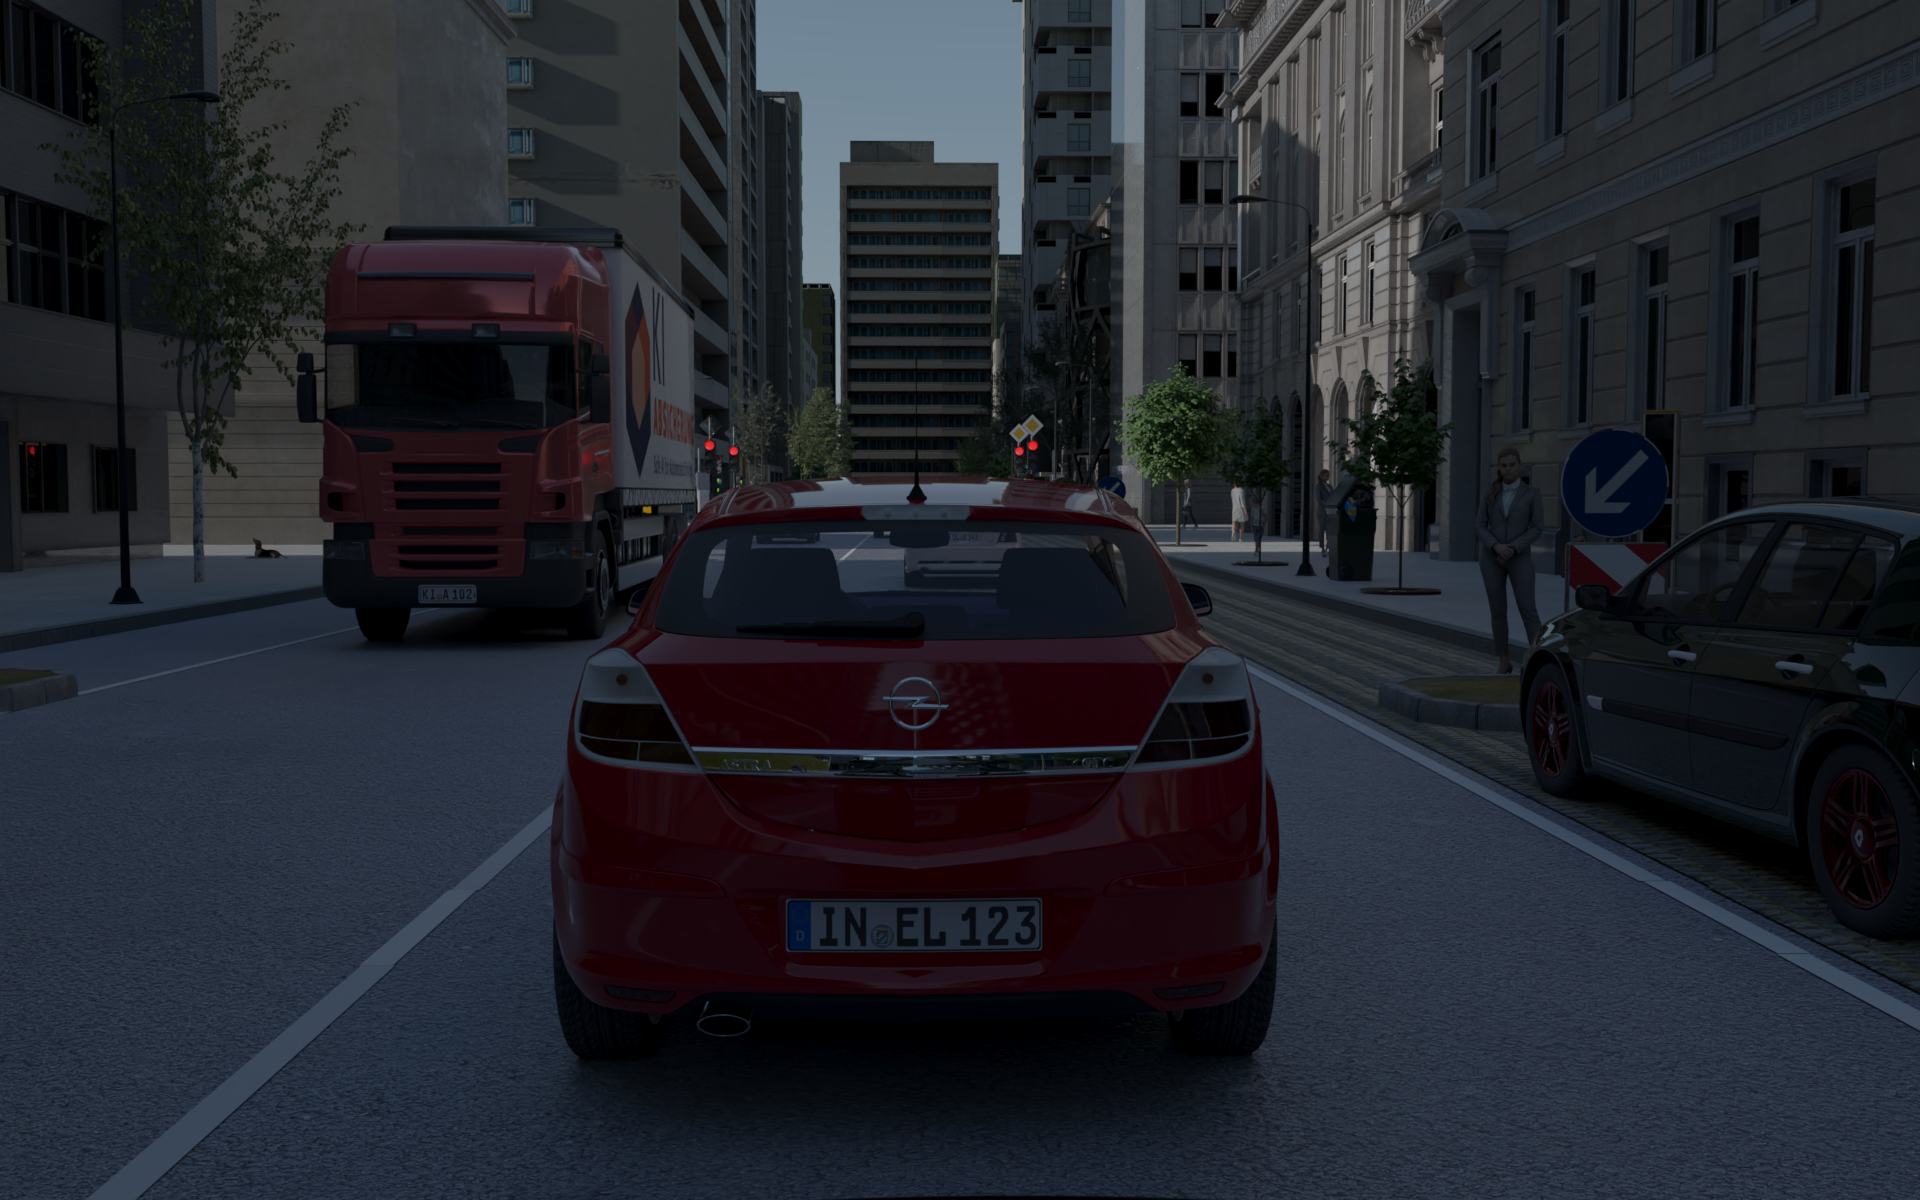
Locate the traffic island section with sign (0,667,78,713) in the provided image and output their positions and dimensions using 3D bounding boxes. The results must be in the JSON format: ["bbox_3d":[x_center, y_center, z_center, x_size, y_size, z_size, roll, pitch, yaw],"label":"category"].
[{"bbox_3d":[-7.225,-0.189,11.724,1.989,1.847,2.006,0,4,-1],"label":"traffic island section with sign"}]

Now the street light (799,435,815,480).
[{"bbox_3d":[-12.096,-10.039,136.678,1.470,5.913,1.316,0,4,-1],"label":"street light"}]

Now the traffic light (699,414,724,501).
[{"bbox_3d":[-8.726,-4.395,60.776,0.839,4.253,0.868,0,4,-1],"label":"traffic light"}]

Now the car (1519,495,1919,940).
[{"bbox_3d":[3.680,0.171,6.987,2.009,1.686,4.222,0,4,-2],"label":"car"}]

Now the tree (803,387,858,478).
[{"bbox_3d":[-14.414,-16.254,183.877,7.486,12.596,7.792,0,3,0],"label":"tree"}]

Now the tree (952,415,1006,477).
[{"bbox_3d":[1.890,-13.116,164.802,4.737,8.622,4.395,0,3,0],"label":"tree"}]

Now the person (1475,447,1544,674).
[{"bbox_3d":[4.178,-0.267,13.138,0.520,1.790,0.573,1,4,13],"label":"person"}]

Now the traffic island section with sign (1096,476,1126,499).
[{"bbox_3d":[3.138,-1.808,38.192,1.989,1.847,2.006,0,4,-1],"label":"traffic island section with sign"}]

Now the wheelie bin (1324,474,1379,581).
[{"bbox_3d":[5.819,-1.090,25.735,0.693,1.594,0.980,0,4,-6],"label":"wheelie bin"}]

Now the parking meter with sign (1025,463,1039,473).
[{"bbox_3d":[3.911,-6.123,96.366,0.543,3.016,1.738,1,4,16],"label":"parking meter with sign"}]

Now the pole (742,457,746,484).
[{"bbox_3d":[-11.895,-6.216,95.473,0.158,3.312,0.155,0,3,0],"label":"pole"}]

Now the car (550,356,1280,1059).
[{"bbox_3d":[-0.137,0.192,5.893,2.155,1.783,4.494,0,4,-1],"label":"car"}]

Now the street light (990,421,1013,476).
[{"bbox_3d":[2.780,-8.386,109.660,1.470,5.913,1.316,0,4,-1],"label":"street light"}]

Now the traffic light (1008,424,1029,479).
[{"bbox_3d":[2.333,-4.901,69.052,0.839,4.253,0.868,0,4,-1],"label":"traffic light"}]

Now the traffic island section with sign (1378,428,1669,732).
[{"bbox_3d":[3.829,-0.160,11.239,1.989,1.847,2.006,0,4,-1],"label":"traffic island section with sign"}]

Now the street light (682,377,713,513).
[{"bbox_3d":[-10.457,-5.876,68.611,1.470,5.913,1.316,0,4,-1],"label":"street light"}]

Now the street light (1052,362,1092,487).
[{"bbox_3d":[4.071,-5.416,61.095,1.470,5.913,1.316,0,4,-1],"label":"street light"}]

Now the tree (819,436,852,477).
[{"bbox_3d":[-14.614,-15.658,206.362,4.360,8.622,3.978,0,3,0],"label":"tree"}]

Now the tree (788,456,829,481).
[{"bbox_3d":[-13.867,-10.900,161.920,4.285,4.588,4.351,0,3,0],"label":"tree"}]

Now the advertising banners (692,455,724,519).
[{"bbox_3d":[-11.106,-4.904,76.374,0.090,3.025,2.074,2,4,34],"label":"advertising banners"}]

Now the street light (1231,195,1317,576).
[{"bbox_3d":[4.899,-3.335,27.062,1.470,5.913,1.316,0,4,-1],"label":"street light"}]

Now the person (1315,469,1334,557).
[{"bbox_3d":[7.522,-1.764,35.152,0.573,1.790,0.520,3,5,42],"label":"person"}]

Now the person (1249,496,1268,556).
[{"bbox_3d":[6.153,-1.528,35.703,0.352,1.250,0.332,-1,4,-16],"label":"person"}]

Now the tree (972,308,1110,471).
[{"bbox_3d":[4.648,-9.378,87.739,8.767,10.594,7.601,1,4,9],"label":"tree"}]

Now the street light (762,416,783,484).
[{"bbox_3d":[-11.166,-7.958,102.647,1.470,5.913,1.316,0,4,-1],"label":"street light"}]

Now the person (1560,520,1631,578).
[{"bbox_3d":[6.748,-0.739,18.228,0.694,1.812,0.767,-1,4,-13],"label":"person"}]

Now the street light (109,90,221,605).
[{"bbox_3d":[-9.213,-2.908,20.089,1.470,5.913,1.316,0,4,-1],"label":"street light"}]

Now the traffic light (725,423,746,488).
[{"bbox_3d":[-8.924,-4.883,68.758,0.839,4.253,0.868,0,4,-1],"label":"traffic light"}]

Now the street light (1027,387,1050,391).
[{"bbox_3d":[3.617,-6.294,75.453,1.470,5.913,1.316,0,4,-1],"label":"street light"}]

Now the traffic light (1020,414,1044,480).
[{"bbox_3d":[2.531,-4.413,61.070,0.839,4.253,0.868,0,4,-1],"label":"traffic light"}]

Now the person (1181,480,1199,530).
[{"bbox_3d":[8.150,-3.391,61.671,0.728,1.800,0.709,0,4,5],"label":"person"}]

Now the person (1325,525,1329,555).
[{"bbox_3d":[7.775,-1.575,36.479,0.352,1.250,0.332,0,4,5],"label":"person"}]

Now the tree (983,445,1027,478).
[{"bbox_3d":[3.199,-8.102,116.187,4.285,4.588,4.351,0,3,0],"label":"tree"}]

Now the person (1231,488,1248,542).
[{"bbox_3d":[7.417,-2.402,46.070,0.466,1.731,0.760,1,4,17],"label":"person"}]
